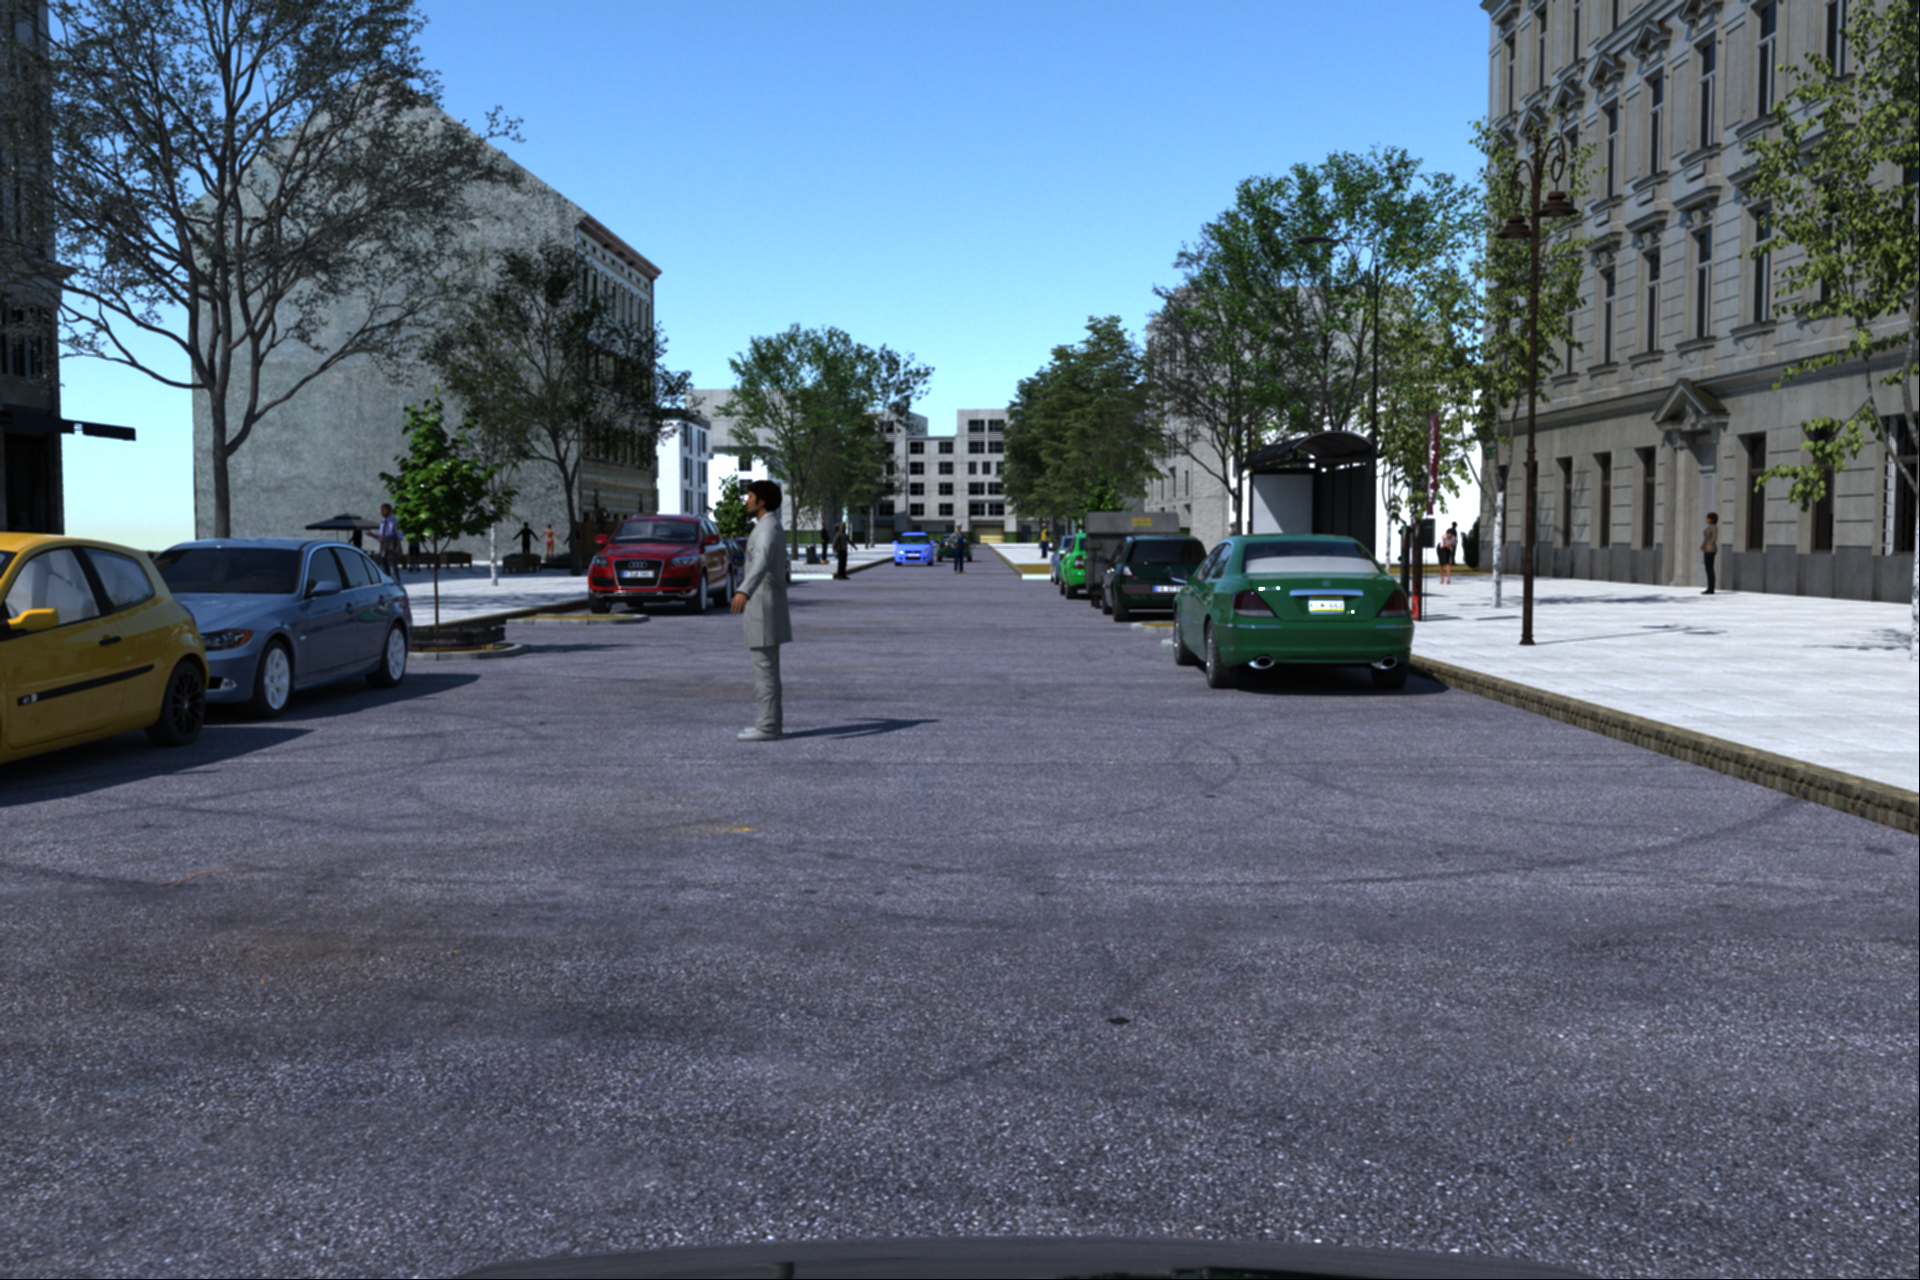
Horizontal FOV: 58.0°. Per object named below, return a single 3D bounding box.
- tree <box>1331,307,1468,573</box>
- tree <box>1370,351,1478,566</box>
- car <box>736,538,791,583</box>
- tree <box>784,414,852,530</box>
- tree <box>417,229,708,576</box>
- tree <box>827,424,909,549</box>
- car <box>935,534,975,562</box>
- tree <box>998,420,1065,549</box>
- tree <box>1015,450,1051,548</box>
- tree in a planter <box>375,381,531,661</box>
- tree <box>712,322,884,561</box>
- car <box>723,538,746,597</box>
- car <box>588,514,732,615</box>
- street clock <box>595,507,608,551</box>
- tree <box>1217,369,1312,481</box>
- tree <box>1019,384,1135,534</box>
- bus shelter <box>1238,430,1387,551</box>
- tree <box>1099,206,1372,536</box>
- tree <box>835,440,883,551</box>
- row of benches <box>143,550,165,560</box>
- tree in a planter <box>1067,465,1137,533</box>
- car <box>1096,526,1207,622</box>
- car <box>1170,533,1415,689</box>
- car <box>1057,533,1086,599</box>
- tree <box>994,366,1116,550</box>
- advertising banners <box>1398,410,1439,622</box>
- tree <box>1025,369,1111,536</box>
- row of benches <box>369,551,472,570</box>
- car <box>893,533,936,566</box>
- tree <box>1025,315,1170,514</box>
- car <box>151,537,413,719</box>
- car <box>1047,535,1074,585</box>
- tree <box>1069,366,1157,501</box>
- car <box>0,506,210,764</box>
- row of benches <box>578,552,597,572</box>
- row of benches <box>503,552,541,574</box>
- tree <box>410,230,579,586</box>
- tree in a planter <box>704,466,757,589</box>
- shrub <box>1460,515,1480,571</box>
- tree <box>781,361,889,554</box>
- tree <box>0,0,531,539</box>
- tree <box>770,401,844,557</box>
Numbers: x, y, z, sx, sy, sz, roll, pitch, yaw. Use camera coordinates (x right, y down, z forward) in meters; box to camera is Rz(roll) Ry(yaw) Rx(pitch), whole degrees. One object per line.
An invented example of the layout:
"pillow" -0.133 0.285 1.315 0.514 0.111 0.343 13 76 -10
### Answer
"tree" 14.298 -6.499 56.623 4.737 8.622 4.395 0 3 0
"tree" 18.213 -7.220 68.409 4.737 8.622 4.395 0 3 0
"car" -5.867 -2.271 49.710 1.945 1.354 3.894 0 4 1
"tree" -7.886 -9.279 102.067 4.360 8.622 3.978 0 3 0
"tree" -11.863 -7.244 52.856 8.767 10.594 7.601 -2 4 -29
"tree" -8.092 -13.033 147.509 8.767 10.594 7.601 1 4 17
"car" -0.284 -4.813 90.495 2.131 1.459 4.920 0 3 0
"tree" 6.773 -14.141 149.329 7.486 12.596 7.792 0 3 0
"tree" 8.075 -14.241 158.601 9.928 11.665 9.643 0 3 0
"tree in a planter" -6.211 -1.421 20.462 1.991 3.239 1.994 0 4 1
"tree" -7.866 -9.658 83.658 9.928 11.665 9.643 0 3 0
"car" -5.934 -1.705 40.459 1.945 1.354 3.894 0 4 0
"car" -5.544 -1.457 32.503 2.281 1.827 5.304 0 4 0
"street clock" -9.709 -2.592 46.953 0.358 2.002 0.471 0 4 1
"tree" 12.843 -7.526 73.418 4.737 8.622 4.395 0 3 0
"tree" 7.064 -10.590 107.564 8.767 10.594 7.601 3 5 40
"bus shelter" 7.286 -2.599 36.422 2.014 3.302 5.546 0 4 0
"tree" 10.442 -9.461 65.062 12.009 13.543 11.850 0 3 0
"tree" -8.267 -10.868 128.057 4.360 8.622 3.978 0 3 0
"row of benches" -31.649 -3.176 67.398 4.104 0.672 1.422 2 4 26
"tree in a planter" 3.698 -2.927 45.086 1.991 3.239 1.994 0 4 1
"car" 3.373 -1.214 29.641 2.009 1.686 4.222 0 4 1
"car" 3.247 -0.348 17.491 2.131 1.459 4.920 0 4 1
"car" 3.218 -1.873 39.423 1.959 1.807 4.718 0 4 0
"tree" 7.216 -13.656 129.924 9.857 13.997 8.962 0 3 0
"advertising banners" 6.767 -1.799 25.605 0.090 3.025 2.074 0 4 1
"tree" 7.794 -12.221 117.939 7.486 12.596 7.792 0 3 0
"row of benches" -19.647 -2.934 63.435 1.422 0.672 4.104 3 4 39
"car" -2.060 -4.199 78.240 1.945 1.707 3.694 0 4 0
"tree" 7.199 -10.496 89.729 7.486 12.596 7.792 0 3 0
"car" -6.149 -0.181 14.959 2.014 1.417 4.499 0 4 1
"car" 3.548 -2.336 50.190 2.014 1.417 4.499 0 4 1
"tree" 6.628 -7.653 75.494 4.360 8.622 3.978 0 3 0
"car" -6.091 -0.008 10.357 2.015 1.641 3.980 0 4 1
"row of benches" -11.096 -2.668 59.081 4.104 0.672 1.422 -1 4 -22
"row of benches" -14.614 -2.589 57.786 1.422 0.672 4.104 0 4 -5
"tree" -11.780 -5.646 42.669 4.360 8.622 3.978 0 3 0
"tree in a planter" -5.993 -2.977 45.890 1.991 3.239 1.994 0 4 1
"shrub" 18.257 -3.439 60.277 1.661 2.075 1.752 0 3 0
"tree" -8.305 -11.946 113.450 7.486 12.596 7.792 0 3 0
"tree" -12.210 -7.230 28.574 12.009 13.543 11.850 0 3 0
"tree" -7.957 -8.886 95.653 4.360 8.622 3.978 0 3 0
